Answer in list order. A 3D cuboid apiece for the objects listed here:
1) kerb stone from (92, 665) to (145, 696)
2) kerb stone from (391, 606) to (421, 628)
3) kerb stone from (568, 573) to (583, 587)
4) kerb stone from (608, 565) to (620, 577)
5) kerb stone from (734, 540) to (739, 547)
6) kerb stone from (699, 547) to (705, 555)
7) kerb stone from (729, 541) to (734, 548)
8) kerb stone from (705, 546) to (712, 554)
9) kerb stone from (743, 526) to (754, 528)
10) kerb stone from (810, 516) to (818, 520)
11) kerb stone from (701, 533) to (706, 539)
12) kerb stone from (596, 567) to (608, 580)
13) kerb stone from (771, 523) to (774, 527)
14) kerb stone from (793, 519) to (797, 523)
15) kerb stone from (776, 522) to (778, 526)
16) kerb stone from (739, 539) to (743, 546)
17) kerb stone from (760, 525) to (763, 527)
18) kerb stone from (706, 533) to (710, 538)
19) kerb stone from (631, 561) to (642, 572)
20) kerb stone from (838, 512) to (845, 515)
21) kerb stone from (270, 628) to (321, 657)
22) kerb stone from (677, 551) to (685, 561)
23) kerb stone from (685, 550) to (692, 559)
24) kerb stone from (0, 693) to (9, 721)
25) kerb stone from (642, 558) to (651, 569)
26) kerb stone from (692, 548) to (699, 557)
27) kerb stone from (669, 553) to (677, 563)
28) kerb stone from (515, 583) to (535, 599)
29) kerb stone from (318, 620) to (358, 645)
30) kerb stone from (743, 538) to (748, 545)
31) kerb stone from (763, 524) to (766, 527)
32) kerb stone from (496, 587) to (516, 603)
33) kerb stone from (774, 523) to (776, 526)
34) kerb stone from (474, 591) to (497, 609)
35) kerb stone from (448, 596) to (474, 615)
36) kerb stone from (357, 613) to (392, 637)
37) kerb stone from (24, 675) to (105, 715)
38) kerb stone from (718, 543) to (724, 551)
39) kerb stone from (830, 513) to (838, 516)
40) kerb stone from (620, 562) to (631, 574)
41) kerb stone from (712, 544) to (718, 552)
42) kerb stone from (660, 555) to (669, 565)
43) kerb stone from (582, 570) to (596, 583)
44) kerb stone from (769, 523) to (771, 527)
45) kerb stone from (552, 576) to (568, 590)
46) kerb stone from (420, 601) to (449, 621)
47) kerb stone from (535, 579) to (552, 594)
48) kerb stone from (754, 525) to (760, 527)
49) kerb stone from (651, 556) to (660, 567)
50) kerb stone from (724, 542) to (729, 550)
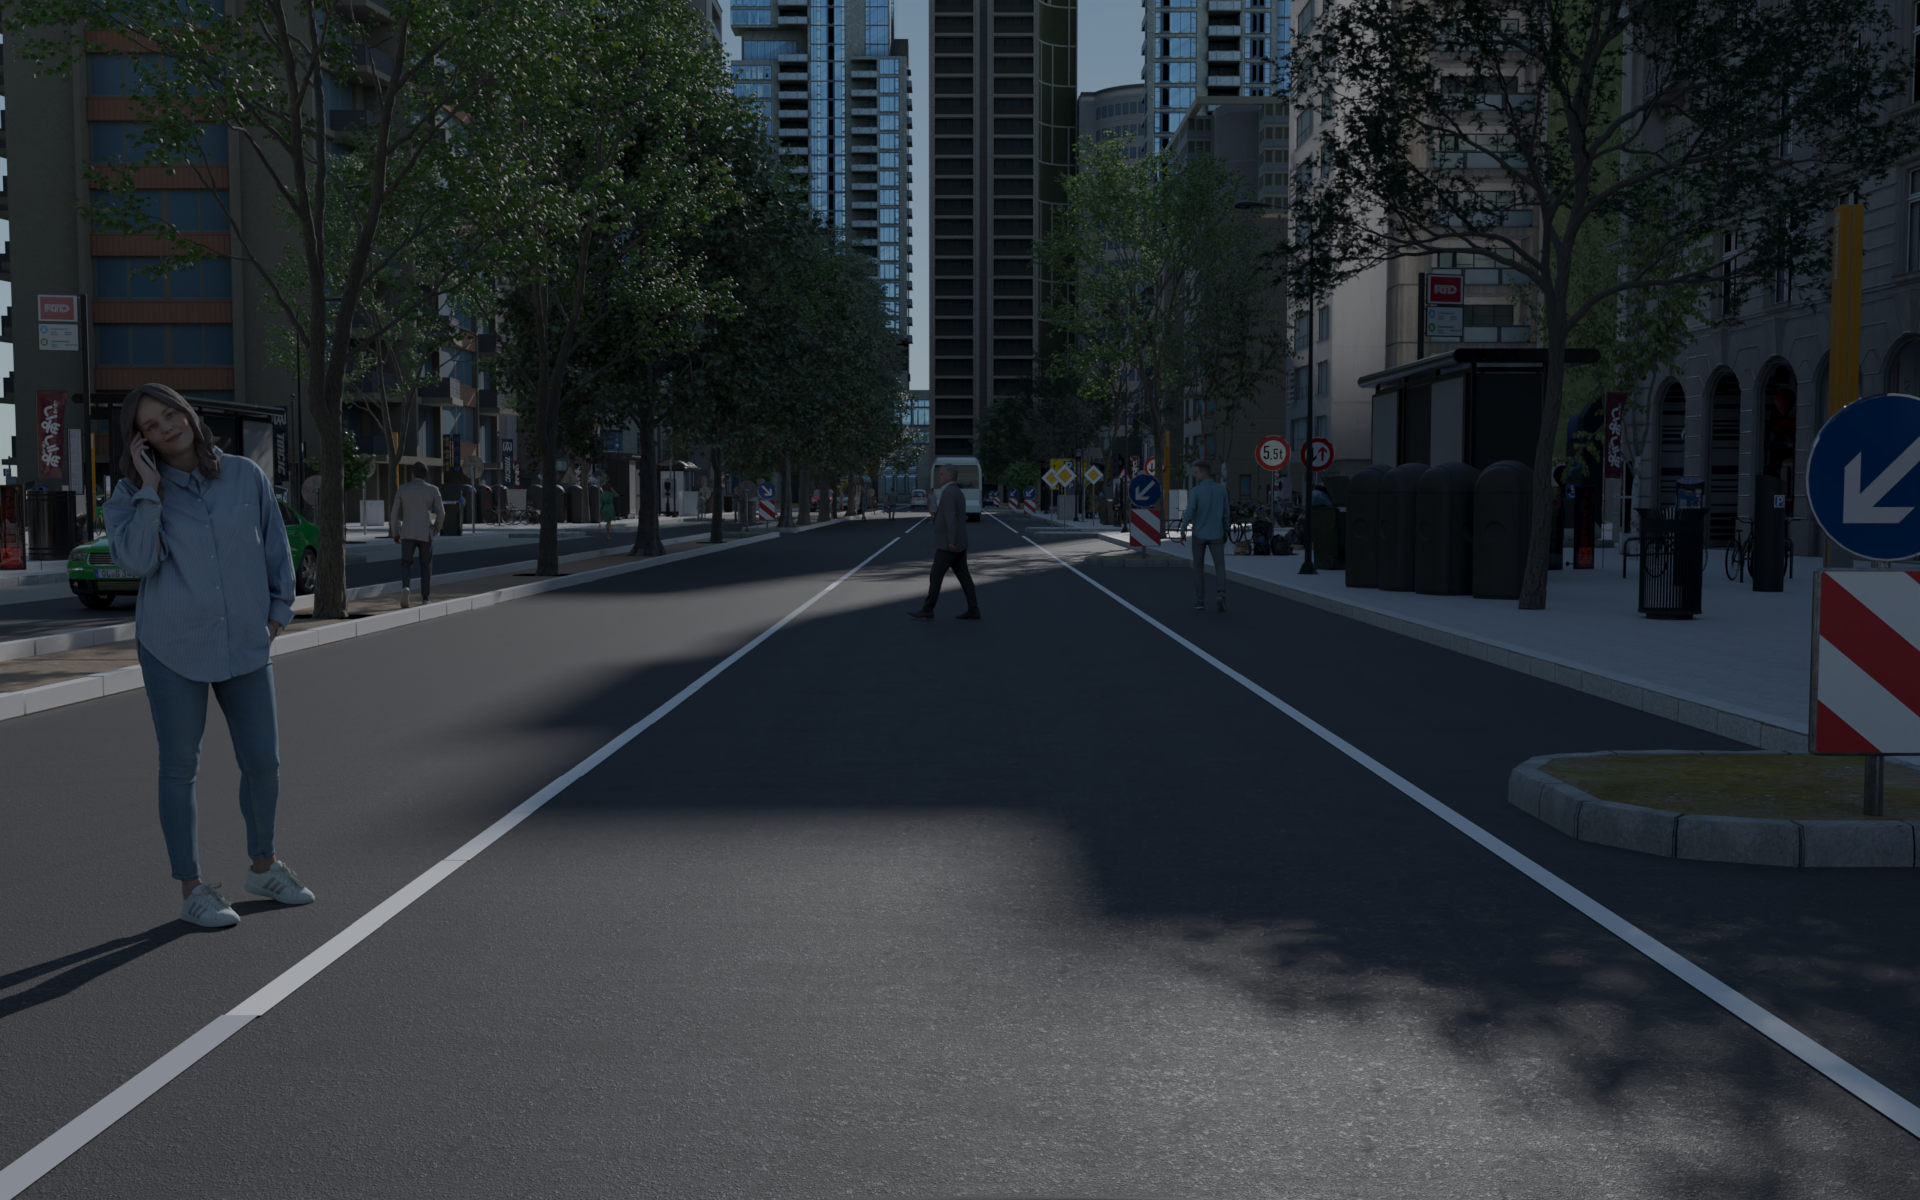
[{"bbox_3d":[-6.111,0.578,12.743,0.120,0.150,1.000,0,3,0],"label":"kerb stone"},{"bbox_3d":[-6.122,0.206,18.902,0.120,0.150,1.000,0,3,0],"label":"kerb stone"},{"bbox_3d":[-6.115,-0.300,27.097,0.120,0.150,1.000,0,3,0],"label":"kerb stone"},{"bbox_3d":[-6.125,-0.486,30.179,0.120,0.150,1.000,0,3,0],"label":"kerb stone"},{"bbox_3d":[-6.143,-1.490,46.584,0.120,0.150,1.000,0,3,0],"label":"kerb stone"},{"bbox_3d":[-6.138,-1.110,40.421,0.120,0.150,1.000,0,3,0],"label":"kerb stone"},{"bbox_3d":[-6.137,-1.418,45.562,0.120,0.150,1.000,0,3,0],"label":"kerb stone"},{"bbox_3d":[-6.134,-1.177,41.445,0.120,0.150,1.000,0,3,0],"label":"kerb stone"},{"bbox_3d":[-8.253,-2.777,67.598,0.120,0.150,1.000,0,3,0],"label":"kerb stone"},{"bbox_3d":[-8.279,-4.657,98.343,0.120,0.150,1.000,0,3,0],"label":"kerb stone"},{"bbox_3d":[-8.251,-1.986,54.728,0.120,0.150,1.000,0,3,0],"label":"kerb stone"},{"bbox_3d":[-6.127,-0.422,29.153,0.120,0.150,1.000,0,3,0],"label":"kerb stone"},{"bbox_3d":[-8.254,-3.215,74.774,0.120,0.150,1.000,0,3,0],"label":"kerb stone"},{"bbox_3d":[-8.272,-4.031,88.100,0.120,0.150,1.000,0,3,0],"label":"kerb stone"},{"bbox_3d":[-8.256,-3.341,76.818,0.120,0.150,1.000,0,3,0],"label":"kerb stone"},{"bbox_3d":[-6.145,-1.554,47.605,0.120,0.150,1.000,0,3,0],"label":"kerb stone"},{"bbox_3d":[-8.261,-2.965,70.670,0.120,0.150,1.000,0,3,0],"label":"kerb stone"},{"bbox_3d":[-8.252,-2.053,55.763,0.120,0.150,1.000,0,3,0],"label":"kerb stone"},{"bbox_3d":[-6.125,-0.613,32.223,0.120,0.150,1.000,0,3,0],"label":"kerb stone"},{"bbox_3d":[-8.304,-6.036,120.883,0.120,0.150,1.000,0,3,0],"label":"kerb stone"},{"bbox_3d":[-6.110,0.396,15.821,0.120,0.150,1.000,0,3,0],"label":"kerb stone"},{"bbox_3d":[-6.132,-0.927,37.348,0.120,0.150,1.000,0,3,0],"label":"kerb stone"},{"bbox_3d":[-6.125,-0.984,38.371,0.120,0.150,1.000,0,3,0],"label":"kerb stone"},{"bbox_3d":[-6.106,0.704,10.684,0.120,0.150,1.000,0,3,0],"label":"kerb stone"},{"bbox_3d":[-6.126,-0.665,33.246,0.120,0.150,1.000,0,3,0],"label":"kerb stone"},{"bbox_3d":[-6.132,-1.052,39.399,0.120,0.150,1.000,0,3,0],"label":"kerb stone"},{"bbox_3d":[-6.133,-0.861,36.316,0.120,0.150,1.000,0,3,0],"label":"kerb stone"},{"bbox_3d":[-6.116,-0.112,24.029,0.120,0.150,1.000,0,3,0],"label":"kerb stone"},{"bbox_3d":[-6.113,0.327,16.848,0.120,0.150,1.000,0,3,0],"label":"kerb stone"},{"bbox_3d":[-6.143,-1.616,48.629,0.120,0.150,1.000,0,3,0],"label":"kerb stone"},{"bbox_3d":[-8.262,-3.025,71.701,0.120,0.150,1.000,0,3,0],"label":"kerb stone"},{"bbox_3d":[-6.118,-0.049,23.007,0.120,0.150,1.000,0,3,0],"label":"kerb stone"},{"bbox_3d":[-8.266,-3.278,75.796,0.120,0.150,1.000,0,3,0],"label":"kerb stone"},{"bbox_3d":[-6.109,0.019,21.984,0.120,0.150,1.000,0,3,0],"label":"kerb stone"},{"bbox_3d":[-6.114,0.076,20.949,0.120,0.150,1.000,0,3,0],"label":"kerb stone"},{"bbox_3d":[-6.110,0.264,17.871,0.120,0.150,1.000,0,3,0],"label":"kerb stone"},{"bbox_3d":[-6.110,0.651,11.722,0.120,0.150,1.000,0,3,0],"label":"kerb stone"},{"bbox_3d":[-6.133,-1.304,43.509,0.120,0.150,1.000,0,3,0],"label":"kerb stone"},{"bbox_3d":[-8.290,-5.598,113.715,0.120,0.150,1.000,0,3,0],"label":"kerb stone"},{"bbox_3d":[-6.122,-0.546,31.201,0.120,0.150,1.000,0,3,0],"label":"kerb stone"},{"bbox_3d":[-6.137,-1.241,42.487,0.120,0.150,1.000,0,3,0],"label":"kerb stone"},{"bbox_3d":[-6.129,-0.798,35.289,0.120,0.150,1.000,0,3,0],"label":"kerb stone"},{"bbox_3d":[-6.119,-0.363,28.131,0.120,0.150,1.000,0,3,0],"label":"kerb stone"},{"bbox_3d":[-8.263,-3.153,73.745,0.120,0.150,1.000,0,3,0],"label":"kerb stone"},{"bbox_3d":[-6.120,-0.237,26.076,0.120,0.150,1.000,0,3,0],"label":"kerb stone"},{"bbox_3d":[-6.118,0.139,19.923,0.120,0.150,1.000,0,3,0],"label":"kerb stone"},{"bbox_3d":[-6.118,-0.173,25.054,0.120,0.150,1.000,0,3,0],"label":"kerb stone"},{"bbox_3d":[-8.251,-2.902,69.648,0.120,0.150,1.000,0,3,0],"label":"kerb stone"},{"bbox_3d":[-6.133,-0.738,34.267,0.120,0.150,1.000,0,3,0],"label":"kerb stone"},{"bbox_3d":[-6.135,-1.365,44.531,0.120,0.150,1.000,0,3,0],"label":"kerb stone"}]
